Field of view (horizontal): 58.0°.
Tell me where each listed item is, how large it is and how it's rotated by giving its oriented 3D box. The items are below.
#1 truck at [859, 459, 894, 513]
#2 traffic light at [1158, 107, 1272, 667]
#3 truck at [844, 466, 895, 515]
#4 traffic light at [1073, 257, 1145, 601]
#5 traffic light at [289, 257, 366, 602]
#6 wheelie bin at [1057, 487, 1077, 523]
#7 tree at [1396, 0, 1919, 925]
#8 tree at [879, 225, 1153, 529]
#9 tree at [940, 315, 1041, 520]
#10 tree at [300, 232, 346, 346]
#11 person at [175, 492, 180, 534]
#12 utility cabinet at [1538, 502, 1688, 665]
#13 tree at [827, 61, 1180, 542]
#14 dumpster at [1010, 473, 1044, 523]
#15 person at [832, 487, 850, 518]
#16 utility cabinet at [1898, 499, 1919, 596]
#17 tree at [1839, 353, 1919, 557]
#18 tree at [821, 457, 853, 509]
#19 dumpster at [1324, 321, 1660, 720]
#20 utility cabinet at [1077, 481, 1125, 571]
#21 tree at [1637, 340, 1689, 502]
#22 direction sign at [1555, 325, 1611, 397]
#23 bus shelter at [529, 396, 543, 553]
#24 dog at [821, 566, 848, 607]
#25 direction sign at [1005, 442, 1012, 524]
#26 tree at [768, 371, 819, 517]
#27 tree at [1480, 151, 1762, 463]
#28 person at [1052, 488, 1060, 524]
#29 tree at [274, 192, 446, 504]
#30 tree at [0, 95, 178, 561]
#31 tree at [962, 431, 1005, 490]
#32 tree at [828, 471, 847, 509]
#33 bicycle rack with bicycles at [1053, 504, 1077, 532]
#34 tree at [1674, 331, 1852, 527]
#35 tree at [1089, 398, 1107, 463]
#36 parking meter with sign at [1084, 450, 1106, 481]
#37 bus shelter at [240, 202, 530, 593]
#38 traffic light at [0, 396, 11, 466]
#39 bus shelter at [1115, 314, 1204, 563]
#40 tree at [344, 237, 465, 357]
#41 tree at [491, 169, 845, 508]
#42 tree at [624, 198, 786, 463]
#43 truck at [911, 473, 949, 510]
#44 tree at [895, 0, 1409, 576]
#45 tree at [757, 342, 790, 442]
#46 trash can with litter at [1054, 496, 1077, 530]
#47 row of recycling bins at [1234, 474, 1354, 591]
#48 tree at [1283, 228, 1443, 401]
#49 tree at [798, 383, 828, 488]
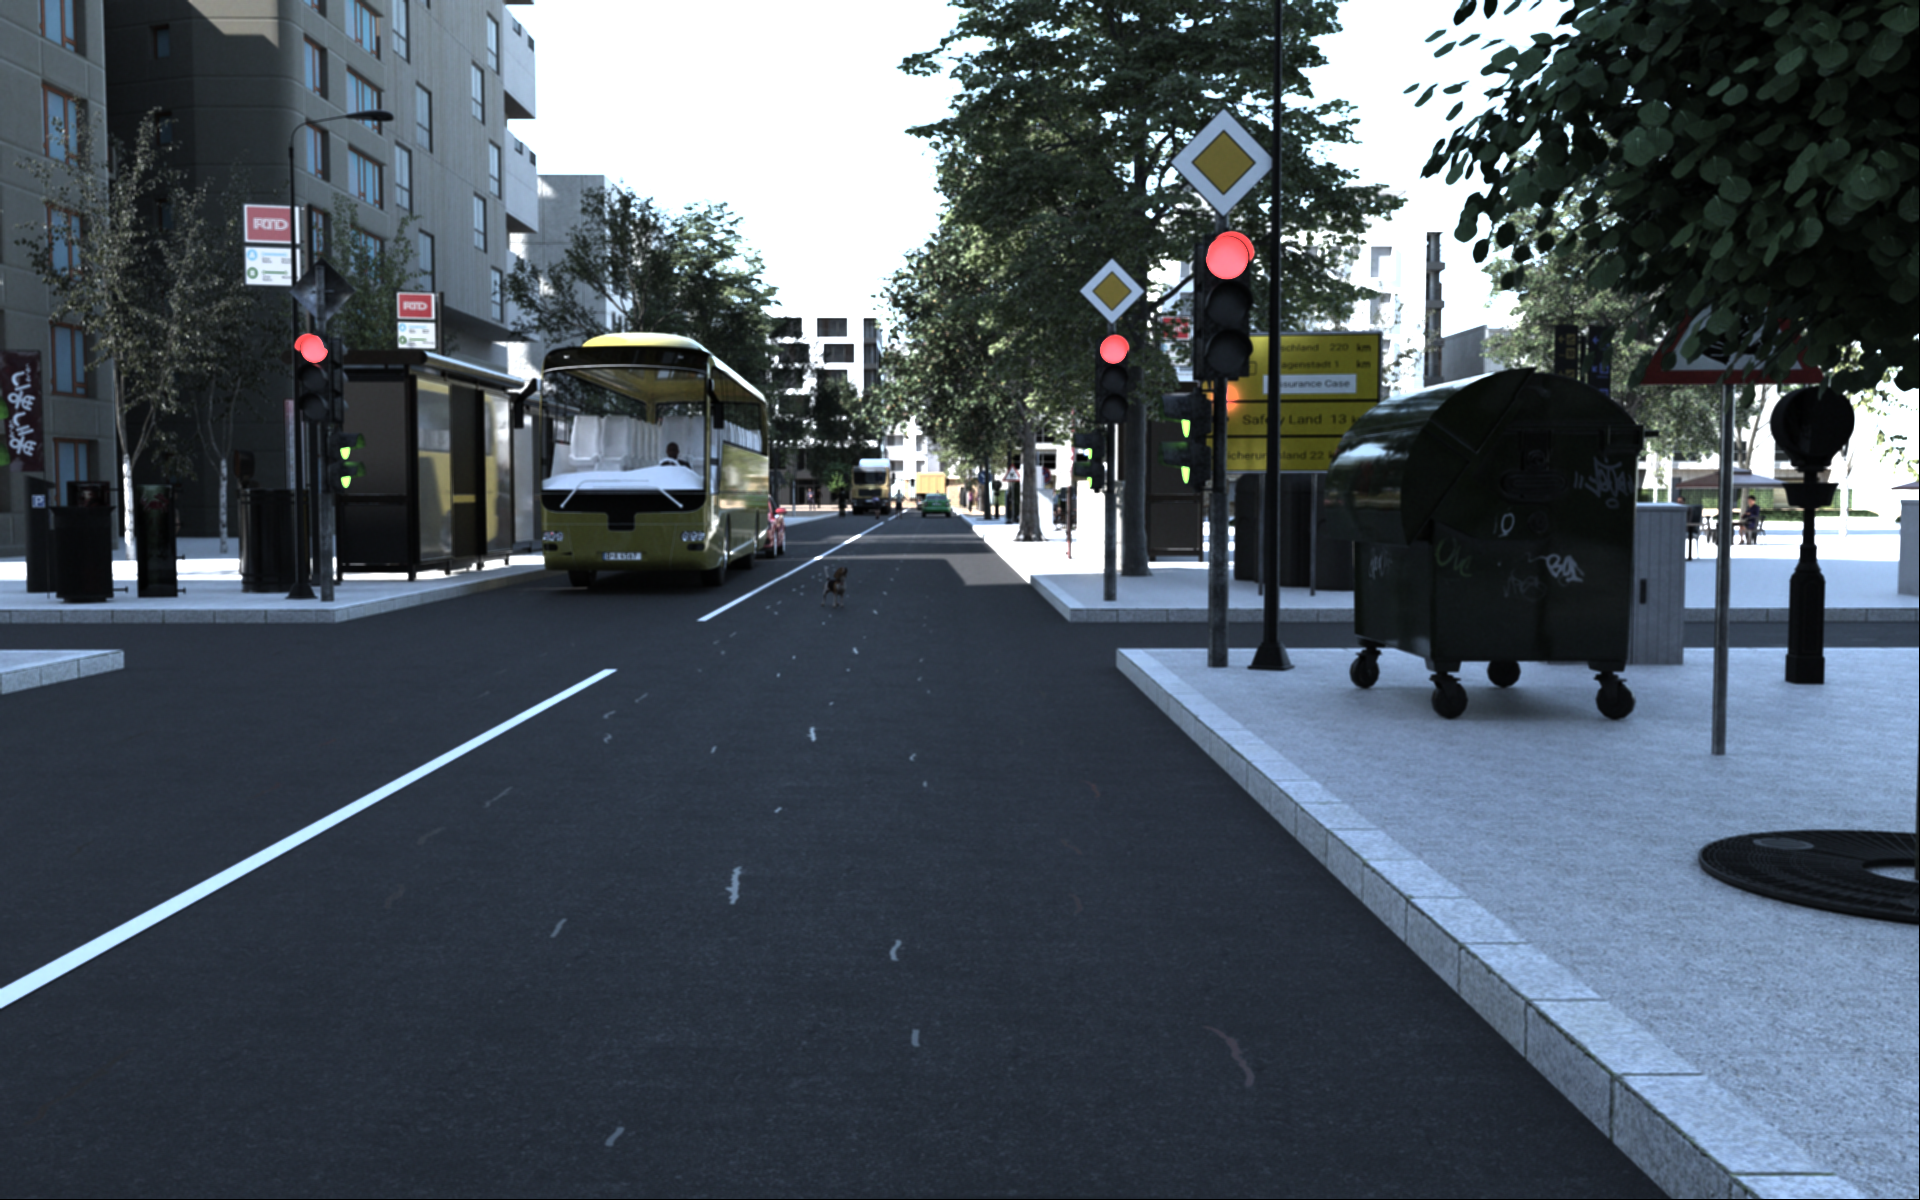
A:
[{"bbox_3d":[-6.792,-9.164,139.591,2.967,4.110,18.799,0,4,-2],"label":"truck"},{"bbox_3d":[1.899,-1.458,12.765,0.839,4.253,0.868,0,4,-1],"label":"traffic light"},{"bbox_3d":[-6.263,-7.701,121.833,3.469,3.379,9.791,0,4,-2],"label":"truck"},{"bbox_3d":[1.789,-1.947,20.749,0.839,4.253,0.868,0,4,-1],"label":"traffic light"},{"bbox_3d":[-7.551,-1.938,20.605,0.839,4.253,0.868,0,4,-1],"label":"traffic light"},{"bbox_3d":[4.827,-4.280,77.890,0.980,1.594,0.693,1,4,19],"label":"wheelie bin"},{"bbox_3d":[3.283,-1.335,5.545,4.285,4.588,4.351,0,3,0],"label":"tree"},{"bbox_3d":[2.377,-9.433,64.592,12.009,13.543,11.850,0,3,0],"label":"tree"},{"bbox_3d":[1.238,-9.768,85.463,9.928,11.665,9.643,0,3,0],"label":"tree"},{"bbox_3d":[-16.028,-5.336,37.603,4.360,8.622,3.978,0,3,0],"label":"tree"},{"bbox_3d":[-11.575,-0.927,25.110,0.435,1.345,0.340,-3,5,-42],"label":"person"},{"bbox_3d":[4.933,-0.120,13.118,1.020,1.237,0.306,0,4,0],"label":"utility cabinet"},{"bbox_3d":[1.769,-7.906,46.264,9.611,12.733,9.660,0,3,0],"label":"tree"},{"bbox_3d":[2.921,-4.552,76.924,1.502,2.255,1.985,0,4,-1],"label":"dumpster"},{"bbox_3d":[-7.172,-5.931,105.105,1.348,1.869,0.705,-3,4,-38],"label":"person"},{"bbox_3d":[12.200,-0.648,21.759,0.306,1.237,1.020,0,4,2],"label":"utility cabinet"},{"bbox_3d":[18.151,-5.175,34.980,4.737,8.622,4.395,0,3,0],"label":"tree"},{"bbox_3d":[-10.711,-10.409,153.906,4.285,4.588,4.351,0,3,0],"label":"tree"},{"bbox_3d":[3.189,-0.496,10.608,1.502,2.255,1.985,0,4,-1],"label":"dumpster"},{"bbox_3d":[2.456,-1.244,29.018,0.318,1.500,1.173,-2,4,-35],"label":"utility cabinet"},{"bbox_3d":[32.624,-7.955,80.420,4.737,8.622,4.395,0,3,0],"label":"tree"},{"bbox_3d":[8.368,-1.917,23.346,0.876,3.537,0.379,-1,4,-17],"label":"direction sign"},{"bbox_3d":[-10.103,-3.634,37.053,2.179,5.291,8.768,0,4,-1],"label":"bus shelter"},{"bbox_3d":[-1.590,-0.172,22.096,0.540,0.507,0.406,2,4,25],"label":"dog"},{"bbox_3d":[2.085,-4.984,73.487,0.379,3.537,0.876,0,4,-7],"label":"direction sign"},{"bbox_3d":[-9.662,-9.026,97.940,4.737,8.622,4.395,0,3,0],"label":"tree"},{"bbox_3d":[20.906,-9.002,53.838,9.857,13.997,8.962,0,3,0],"label":"tree"},{"bbox_3d":[4.040,-4.009,73.808,0.499,1.552,0.429,-1,4,-10],"label":"person"},{"bbox_3d":[-14.423,-5.623,42.305,4.737,8.622,4.395,0,3,0],"label":"tree"},{"bbox_3d":[-15.644,-5.048,32.896,4.360,8.622,3.978,0,3,0],"label":"tree"},{"bbox_3d":[1.470,-9.270,101.931,4.737,8.622,4.395,0,3,0],"label":"tree"},{"bbox_3d":[-10.484,-9.354,147.532,1.663,3.219,1.824,0,3,0],"label":"tree"},{"bbox_3d":[3.780,-2.820,59.493,2.925,0.926,2.852,0,4,6],"label":"bicycle rack with bicycles"},{"bbox_3d":[30.952,-8.707,68.112,9.928,11.665,9.643,0,3,0],"label":"tree"},{"bbox_3d":[8.780,-8.619,91.284,4.737,8.622,4.395,0,3,0],"label":"tree"},{"bbox_3d":[4.758,-3.554,54.375,1.738,3.016,0.543,-2,4,-30],"label":"parking meter with sign"},{"bbox_3d":[-8.823,-2.998,26.652,2.179,5.291,8.768,0,4,-1],"label":"bus shelter"},{"bbox_3d":[-7.441,-1.450,12.621,0.839,4.253,0.868,0,4,-1],"label":"traffic light"},{"bbox_3d":[4.153,-3.598,36.456,2.179,5.291,8.768,0,4,-1],"label":"bus shelter"},{"bbox_3d":[-16.592,-6.048,49.249,4.360,8.622,3.978,0,3,0],"label":"tree"},{"bbox_3d":[-8.867,-7.069,49.996,7.601,10.594,8.767,2,4,29],"label":"tree"},{"bbox_3d":[-10.045,-9.100,66.918,7.486,12.596,7.792,0,3,0],"label":"tree"},{"bbox_3d":[-2.630,-9.741,155.182,3.469,3.379,9.791,0,4,-2],"label":"truck"},{"bbox_3d":[2.887,-6.623,26.415,7.486,12.596,7.792,0,3,0],"label":"tree"},{"bbox_3d":[-9.591,-7.645,75.361,4.360,8.622,3.978,0,3,0],"label":"tree"},{"bbox_3d":[3.905,-3.160,62.724,1.678,1.210,2.233,1,4,19],"label":"trash can with litter"},{"bbox_3d":[4.807,-1.066,24.547,1.069,1.692,3.534,-1,4,-12],"label":"row of recycling bins"},{"bbox_3d":[10.362,-5.868,46.304,4.360,8.622,3.978,0,3,0],"label":"tree"},{"bbox_3d":[-11.000,-14.983,161.977,9.611,12.733,9.660,0,3,0],"label":"tree"}]
